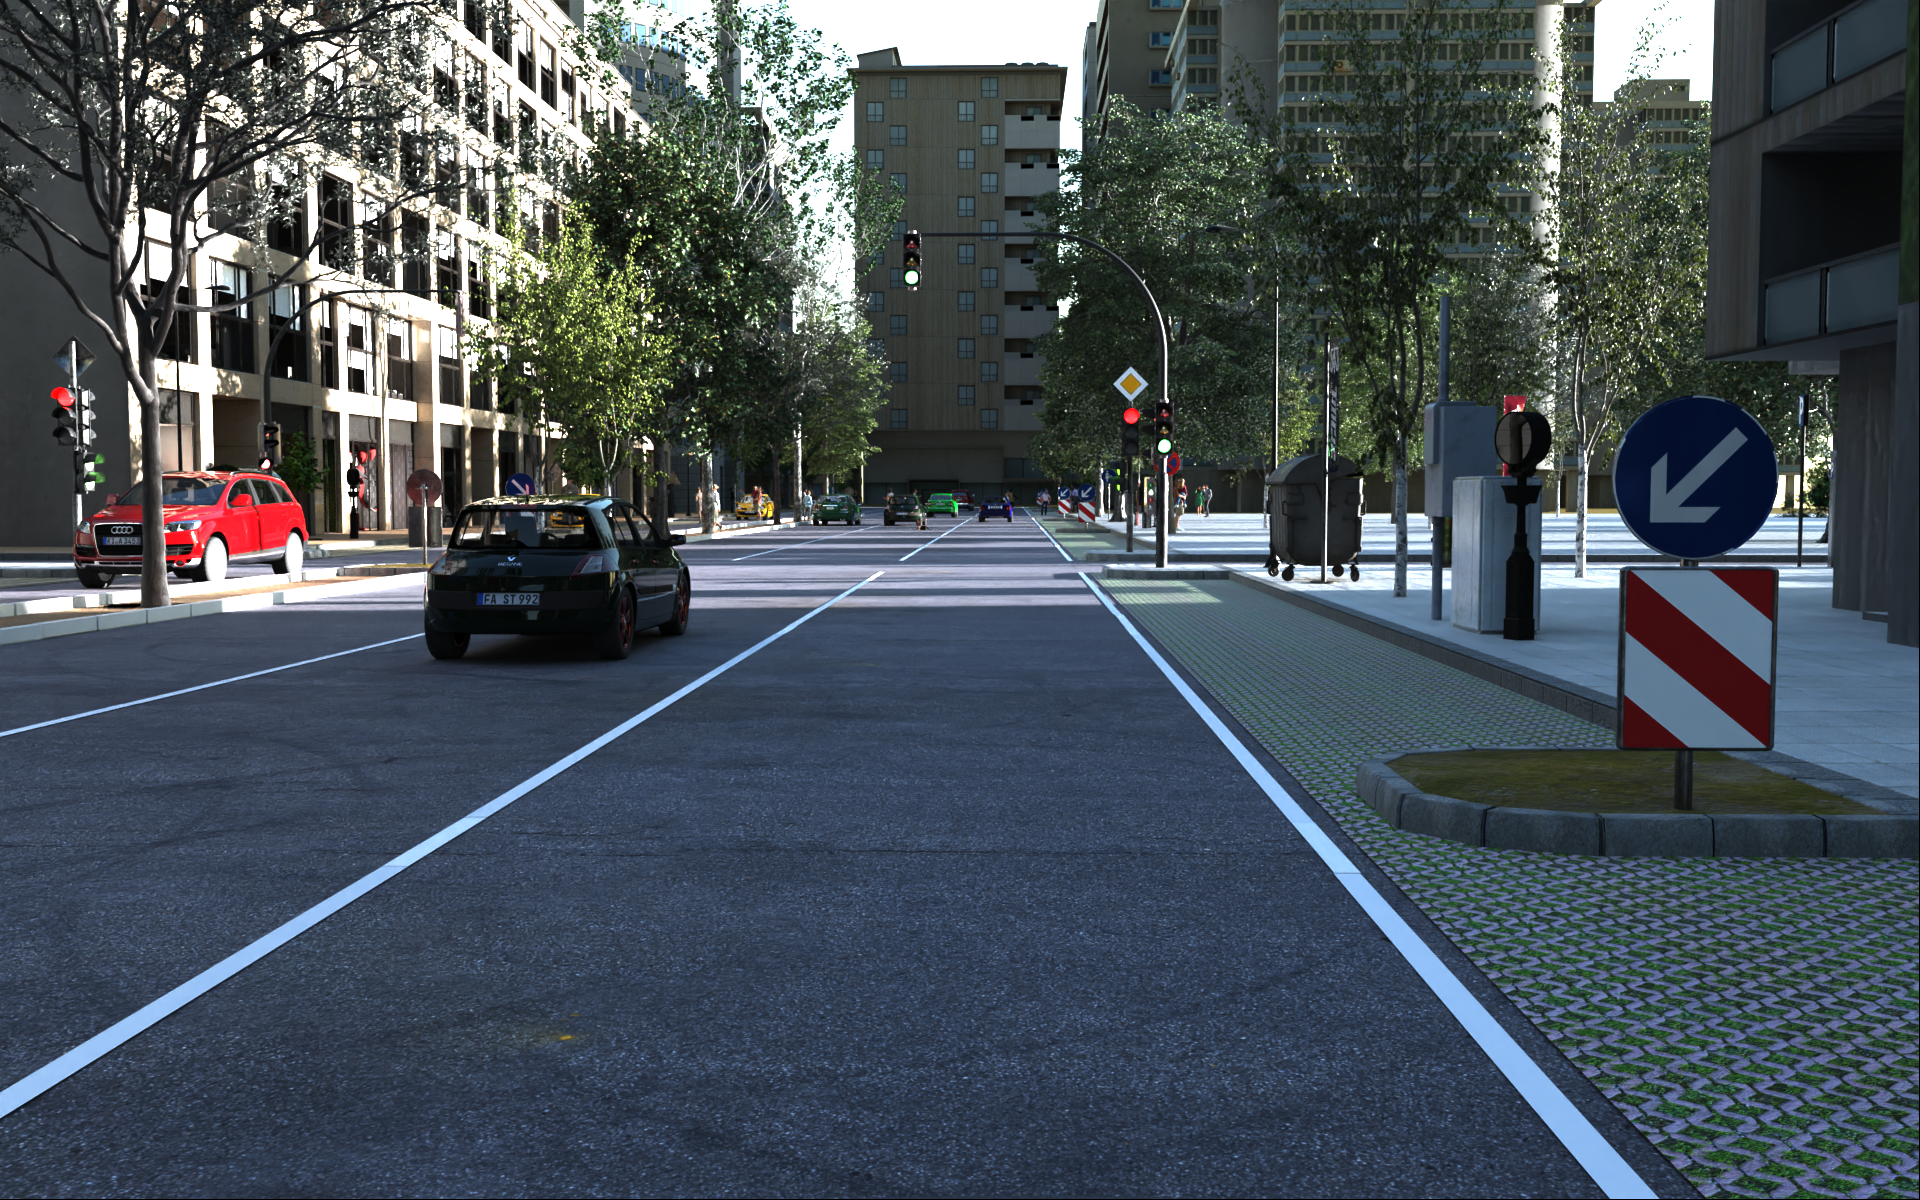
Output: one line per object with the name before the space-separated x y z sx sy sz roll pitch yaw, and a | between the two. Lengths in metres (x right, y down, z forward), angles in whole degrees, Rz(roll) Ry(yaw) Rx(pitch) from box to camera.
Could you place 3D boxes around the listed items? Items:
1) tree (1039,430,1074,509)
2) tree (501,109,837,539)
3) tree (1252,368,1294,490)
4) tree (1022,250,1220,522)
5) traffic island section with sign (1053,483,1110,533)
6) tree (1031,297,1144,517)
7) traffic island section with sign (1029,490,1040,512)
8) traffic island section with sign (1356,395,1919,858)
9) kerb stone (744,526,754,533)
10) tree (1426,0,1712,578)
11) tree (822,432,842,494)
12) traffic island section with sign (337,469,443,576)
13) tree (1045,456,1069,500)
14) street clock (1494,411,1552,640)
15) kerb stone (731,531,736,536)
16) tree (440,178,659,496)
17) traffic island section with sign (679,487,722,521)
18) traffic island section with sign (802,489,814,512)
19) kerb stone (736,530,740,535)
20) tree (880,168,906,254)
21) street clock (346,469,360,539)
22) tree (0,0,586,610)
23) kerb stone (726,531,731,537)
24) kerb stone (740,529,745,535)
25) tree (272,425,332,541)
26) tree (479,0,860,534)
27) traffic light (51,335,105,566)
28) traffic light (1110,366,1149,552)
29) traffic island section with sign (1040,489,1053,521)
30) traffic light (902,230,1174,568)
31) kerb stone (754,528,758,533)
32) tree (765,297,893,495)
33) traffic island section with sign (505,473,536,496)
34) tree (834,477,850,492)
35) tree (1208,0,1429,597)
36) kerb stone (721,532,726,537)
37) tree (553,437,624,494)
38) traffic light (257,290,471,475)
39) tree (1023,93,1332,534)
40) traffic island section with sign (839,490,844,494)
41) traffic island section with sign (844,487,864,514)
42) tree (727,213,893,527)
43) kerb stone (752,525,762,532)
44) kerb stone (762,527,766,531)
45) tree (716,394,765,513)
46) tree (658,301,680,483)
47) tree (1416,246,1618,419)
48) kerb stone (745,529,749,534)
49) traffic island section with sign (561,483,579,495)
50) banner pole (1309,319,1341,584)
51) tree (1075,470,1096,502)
tree | 10.279 -14.321 184.515 4.737 8.622 4.395 0 3 0
tree | -8.971 -8.079 51.550 9.611 12.733 9.660 0 3 0
tree | 19.300 -9.342 103.109 4.737 8.622 4.395 0 3 0
tree | 7.476 -9.945 79.615 9.611 12.733 9.660 0 3 0
traffic island section with sign | 4.541 -3.390 64.062 1.989 1.847 2.006 0 4 2
tree | 7.507 -10.984 97.716 7.486 12.596 7.792 0 3 0
traffic island section with sign | 6.783 -8.032 139.952 1.989 1.847 2.006 0 4 2
traffic island section with sign | 2.868 0.055 7.734 1.989 1.847 2.006 0 4 2
kerb stone | -7.757 -2.509 63.223 0.120 0.150 1.000 0 4 2
tree | 9.755 -4.642 26.265 4.360 8.622 3.978 0 3 0
tree | -13.594 -14.144 181.619 4.737 8.622 4.395 0 3 0
traffic island section with sign | -9.754 -1.392 30.891 2.006 1.907 1.989 0 4 2
tree | 10.077 -13.648 173.505 4.360 8.622 3.978 0 3 0
street clock | 4.933 -0.652 15.229 0.358 2.002 0.471 -2 4 -24
kerb stone | -7.876 -2.257 59.122 0.120 0.150 1.000 0 4 2
tree | -9.619 -5.298 39.447 4.737 8.622 4.395 0 3 0
traffic island section with sign | -13.596 -5.041 91.052 1.989 1.847 2.006 0 4 2
traffic island section with sign | -12.126 -8.067 140.519 1.989 1.847 2.006 0 4 2
kerb stone | -7.850 -2.321 60.152 0.120 0.150 1.000 0 4 2
tree | -9.364 -14.023 87.624 12.611 20.169 13.585 0 3 0
street clock | -17.431 -2.765 49.784 0.358 2.002 0.471 0 4 1
tree | -10.103 -6.632 21.259 12.009 13.543 11.850 0 3 0
kerb stone | -7.903 -2.196 58.098 0.120 0.150 1.000 0 4 2
kerb stone | -7.819 -2.384 61.173 0.120 0.150 1.000 0 4 2
tree | -18.172 -3.270 48.072 1.663 3.219 1.824 0 3 0
tree | -10.269 -12.490 62.555 12.611 20.169 13.585 0 3 0
traffic light | -15.661 -2.555 30.696 0.839 4.253 0.868 0 4 2
traffic light | 3.728 -3.010 38.130 0.839 4.253 0.868 0 4 2
traffic island section with sign | 5.342 -5.038 91.005 1.989 1.847 2.006 0 4 2
traffic light | 1.399 -3.388 30.068 4.771 5.953 1.251 0 4 2
kerb stone | -7.720 -2.569 64.245 0.120 0.150 1.000 0 4 2
tree | -7.770 -10.914 99.031 7.486 12.596 7.792 0 3 0
traffic island section with sign | -9.526 -1.845 38.295 2.006 1.907 1.989 0 4 2
tree | -12.842 -12.032 191.318 1.663 3.219 1.824 0 3 0
tree | 5.273 -4.347 21.428 4.360 8.622 3.978 0 3 0
kerb stone | -7.939 -2.133 57.071 0.120 0.150 1.000 0 4 2
tree | -16.448 -5.722 77.272 4.285 4.588 4.351 0 3 0
traffic light | -13.332 -3.913 38.651 4.771 5.953 1.251 0 4 2
tree | 6.769 -9.110 55.600 9.857 13.997 8.962 0 3 0
traffic island section with sign | -11.343 -9.715 167.463 1.989 1.847 2.006 0 4 2
traffic island section with sign | -7.314 -6.438 113.401 2.006 1.907 1.989 0 4 2
tree | -7.994 -9.943 75.395 12.009 13.543 11.850 0 3 0
kerb stone | -7.695 -2.632 65.268 0.120 0.150 1.000 0 4 2
kerb stone | -7.671 -2.697 66.293 0.120 0.150 1.000 0 4 2
tree | -15.287 -10.327 119.216 4.737 8.622 4.395 0 3 0
tree | -9.060 -5.602 44.413 4.737 8.622 4.395 0 3 0
tree | 27.299 -10.724 85.706 12.009 13.543 11.850 0 3 0
kerb stone | -7.793 -2.446 62.195 0.120 0.150 1.000 0 4 2
traffic island section with sign | -14.404 -3.362 63.602 1.989 1.847 2.006 0 4 2
banner pole | 5.255 -2.115 24.599 0.401 3.779 0.863 0 4 -5
tree | 8.889 -7.536 117.807 1.663 3.219 1.824 0 3 0
